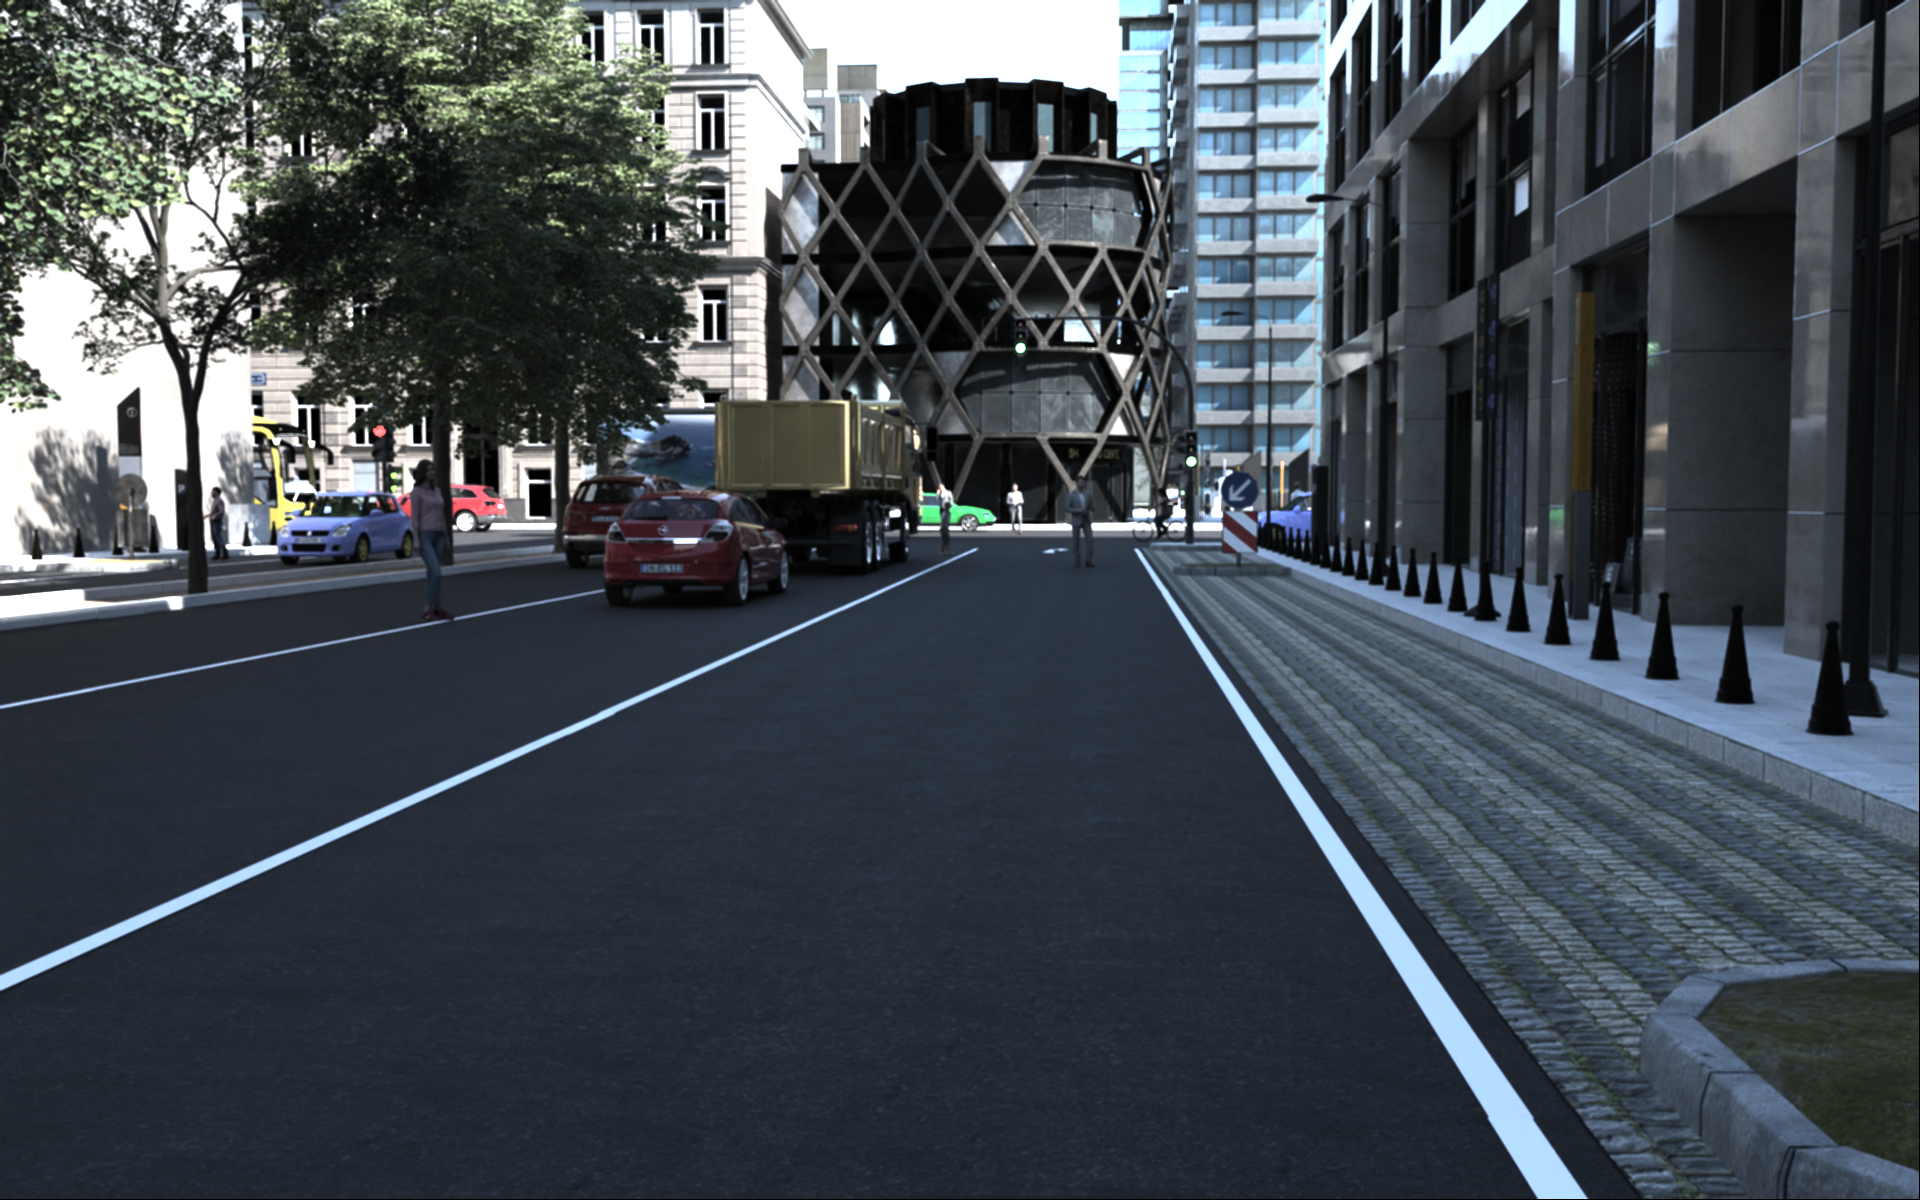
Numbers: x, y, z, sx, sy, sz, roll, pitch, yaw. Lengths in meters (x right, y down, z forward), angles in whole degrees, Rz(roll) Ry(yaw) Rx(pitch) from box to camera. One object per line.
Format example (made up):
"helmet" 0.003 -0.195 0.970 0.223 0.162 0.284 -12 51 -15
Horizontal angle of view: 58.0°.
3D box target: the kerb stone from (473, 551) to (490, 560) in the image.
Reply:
"kerb stone" -10.568 -0.956 37.876 0.120 0.150 1.000 0 4 5

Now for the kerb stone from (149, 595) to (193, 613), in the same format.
"kerb stone" -9.795 0.057 21.332 0.120 0.150 1.000 0 4 5

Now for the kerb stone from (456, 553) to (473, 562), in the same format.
"kerb stone" -10.648 -0.897 36.854 0.120 0.150 1.000 0 4 5

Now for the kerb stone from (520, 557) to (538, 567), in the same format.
"kerb stone" -8.721 -0.762 34.658 0.120 0.150 1.000 0 4 5

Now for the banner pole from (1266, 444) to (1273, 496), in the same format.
"banner pole" 15.282 -5.849 85.651 0.401 3.779 0.863 -1 4 -16

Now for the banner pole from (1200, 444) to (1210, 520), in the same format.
"banner pole" 12.183 -5.882 86.195 0.401 3.779 0.863 -2 4 -31

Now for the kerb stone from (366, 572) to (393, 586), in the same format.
"kerb stone" -9.301 -0.322 27.475 0.120 0.150 1.000 0 4 5

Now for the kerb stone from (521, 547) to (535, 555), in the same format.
"kerb stone" -10.319 -1.145 40.949 0.120 0.150 1.000 0 4 5

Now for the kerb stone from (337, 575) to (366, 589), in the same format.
"kerb stone" -9.381 -0.260 26.446 0.120 0.150 1.000 0 4 5

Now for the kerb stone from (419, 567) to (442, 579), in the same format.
"kerb stone" -9.130 -0.444 29.535 0.120 0.150 1.000 0 4 5

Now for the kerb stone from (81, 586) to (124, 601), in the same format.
"kerb stone" -11.728 -0.082 23.532 0.120 0.150 1.000 0 4 5

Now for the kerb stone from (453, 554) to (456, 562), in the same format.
"kerb stone" -10.734 -0.834 35.832 0.120 0.150 1.000 0 4 5

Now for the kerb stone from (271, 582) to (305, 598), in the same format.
"kerb stone" -9.547 -0.135 24.399 0.120 0.150 1.000 0 4 5

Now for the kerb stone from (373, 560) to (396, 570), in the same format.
"kerb stone" -10.975 -0.647 32.766 0.120 0.150 1.000 0 4 5

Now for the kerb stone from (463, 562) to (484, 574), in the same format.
"kerb stone" -8.970 -0.574 31.586 0.120 0.150 1.000 0 4 5

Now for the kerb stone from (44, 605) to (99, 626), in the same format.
"kerb stone" -9.964 0.178 19.284 0.120 0.150 1.000 0 4 5

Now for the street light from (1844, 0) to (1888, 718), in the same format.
"street light" 4.708 -2.290 9.985 1.470 5.913 1.316 0 4 5

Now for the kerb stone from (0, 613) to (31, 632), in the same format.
"kerb stone" -10.045 0.241 18.262 0.120 0.150 1.000 0 4 5

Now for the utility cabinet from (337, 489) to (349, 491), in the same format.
"utility cabinet" -25.978 -3.930 72.929 0.318 1.500 1.173 -1 4 -12

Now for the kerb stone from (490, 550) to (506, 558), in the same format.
"kerb stone" -10.483 -1.020 38.898 0.120 0.150 1.000 0 4 5

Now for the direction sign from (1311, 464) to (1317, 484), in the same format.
"direction sign" 26.875 -8.573 132.163 0.379 3.537 0.876 -2 4 -32

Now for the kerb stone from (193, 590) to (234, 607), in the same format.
"kerb stone" -9.718 -0.010 22.354 0.120 0.150 1.000 0 4 5

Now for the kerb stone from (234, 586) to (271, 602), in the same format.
"kerb stone" -9.637 -0.072 23.376 0.120 0.150 1.000 0 4 5

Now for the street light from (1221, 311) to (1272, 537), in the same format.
"street light" 7.314 -4.370 43.994 1.470 5.913 1.316 0 4 5

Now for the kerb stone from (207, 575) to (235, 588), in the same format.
"kerb stone" -11.481 -0.267 26.613 0.120 0.150 1.000 0 4 5

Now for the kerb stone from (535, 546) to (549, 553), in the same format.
"kerb stone" -10.235 -1.210 41.977 0.120 0.150 1.000 0 4 5

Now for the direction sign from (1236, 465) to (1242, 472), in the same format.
"direction sign" 21.842 -8.714 134.475 0.876 3.537 0.379 1 4 9

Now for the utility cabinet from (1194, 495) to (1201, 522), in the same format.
"utility cabinet" 10.646 -4.129 78.665 0.306 1.237 1.020 -1 4 -9

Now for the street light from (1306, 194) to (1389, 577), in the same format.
"street light" 6.054 -3.326 26.926 1.470 5.913 1.316 0 4 5

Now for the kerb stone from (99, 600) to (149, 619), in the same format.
"kerb stone" -9.872 0.115 20.309 0.120 0.150 1.000 0 4 5

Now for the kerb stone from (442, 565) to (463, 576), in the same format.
"kerb stone" -9.051 -0.511 30.557 0.120 0.150 1.000 0 4 5

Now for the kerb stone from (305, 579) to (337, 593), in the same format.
"kerb stone" -9.469 -0.198 25.425 0.120 0.150 1.000 0 4 5

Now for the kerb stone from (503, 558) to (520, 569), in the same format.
"kerb stone" -8.810 -0.699 33.630 0.120 0.150 1.000 0 4 5

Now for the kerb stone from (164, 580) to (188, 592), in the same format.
"kerb stone" -11.558 -0.204 25.585 0.120 0.150 1.000 0 4 5

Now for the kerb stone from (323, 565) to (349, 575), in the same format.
"kerb stone" -11.153 -0.520 30.703 0.120 0.150 1.000 0 4 5

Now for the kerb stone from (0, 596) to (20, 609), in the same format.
"kerb stone" -11.892 0.052 21.480 0.120 0.150 1.000 0 4 5

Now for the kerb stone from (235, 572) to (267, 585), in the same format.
"kerb stone" -11.396 -0.333 27.637 0.120 0.150 1.000 0 4 5

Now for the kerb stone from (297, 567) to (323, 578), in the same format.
"kerb stone" -11.237 -0.455 29.681 0.120 0.150 1.000 0 4 5

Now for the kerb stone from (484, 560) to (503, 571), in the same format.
"kerb stone" -8.886 -0.637 32.607 0.120 0.150 1.000 0 4 5

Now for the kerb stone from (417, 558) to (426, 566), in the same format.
"kerb stone" -10.813 -0.772 34.810 0.120 0.150 1.000 0 4 5

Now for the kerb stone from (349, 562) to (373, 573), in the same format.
"kerb stone" -11.069 -0.581 31.734 0.120 0.150 1.000 0 4 5

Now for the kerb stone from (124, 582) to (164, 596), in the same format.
"kerb stone" -11.646 -0.141 24.554 0.120 0.150 1.000 0 4 5

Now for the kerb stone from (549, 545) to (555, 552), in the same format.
"kerb stone" -10.147 -1.273 43.003 0.120 0.150 1.000 0 4 5

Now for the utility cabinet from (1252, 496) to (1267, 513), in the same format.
"utility cabinet" 13.096 -3.924 75.318 0.306 1.237 1.020 -1 4 -22

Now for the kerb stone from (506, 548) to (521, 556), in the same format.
"kerb stone" -10.405 -1.084 39.926 0.120 0.150 1.000 0 4 5

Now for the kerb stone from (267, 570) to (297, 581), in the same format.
"kerb stone" -11.308 -0.394 28.658 0.120 0.150 1.000 0 4 5

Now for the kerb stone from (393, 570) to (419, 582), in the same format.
"kerb stone" -9.209 -0.386 28.512 0.120 0.150 1.000 0 4 5

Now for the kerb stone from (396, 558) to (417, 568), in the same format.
"kerb stone" -10.904 -0.709 33.789 0.120 0.150 1.000 0 4 5

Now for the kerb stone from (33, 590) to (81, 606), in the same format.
"kerb stone" -11.810 -0.015 22.502 0.120 0.150 1.000 0 4 5
